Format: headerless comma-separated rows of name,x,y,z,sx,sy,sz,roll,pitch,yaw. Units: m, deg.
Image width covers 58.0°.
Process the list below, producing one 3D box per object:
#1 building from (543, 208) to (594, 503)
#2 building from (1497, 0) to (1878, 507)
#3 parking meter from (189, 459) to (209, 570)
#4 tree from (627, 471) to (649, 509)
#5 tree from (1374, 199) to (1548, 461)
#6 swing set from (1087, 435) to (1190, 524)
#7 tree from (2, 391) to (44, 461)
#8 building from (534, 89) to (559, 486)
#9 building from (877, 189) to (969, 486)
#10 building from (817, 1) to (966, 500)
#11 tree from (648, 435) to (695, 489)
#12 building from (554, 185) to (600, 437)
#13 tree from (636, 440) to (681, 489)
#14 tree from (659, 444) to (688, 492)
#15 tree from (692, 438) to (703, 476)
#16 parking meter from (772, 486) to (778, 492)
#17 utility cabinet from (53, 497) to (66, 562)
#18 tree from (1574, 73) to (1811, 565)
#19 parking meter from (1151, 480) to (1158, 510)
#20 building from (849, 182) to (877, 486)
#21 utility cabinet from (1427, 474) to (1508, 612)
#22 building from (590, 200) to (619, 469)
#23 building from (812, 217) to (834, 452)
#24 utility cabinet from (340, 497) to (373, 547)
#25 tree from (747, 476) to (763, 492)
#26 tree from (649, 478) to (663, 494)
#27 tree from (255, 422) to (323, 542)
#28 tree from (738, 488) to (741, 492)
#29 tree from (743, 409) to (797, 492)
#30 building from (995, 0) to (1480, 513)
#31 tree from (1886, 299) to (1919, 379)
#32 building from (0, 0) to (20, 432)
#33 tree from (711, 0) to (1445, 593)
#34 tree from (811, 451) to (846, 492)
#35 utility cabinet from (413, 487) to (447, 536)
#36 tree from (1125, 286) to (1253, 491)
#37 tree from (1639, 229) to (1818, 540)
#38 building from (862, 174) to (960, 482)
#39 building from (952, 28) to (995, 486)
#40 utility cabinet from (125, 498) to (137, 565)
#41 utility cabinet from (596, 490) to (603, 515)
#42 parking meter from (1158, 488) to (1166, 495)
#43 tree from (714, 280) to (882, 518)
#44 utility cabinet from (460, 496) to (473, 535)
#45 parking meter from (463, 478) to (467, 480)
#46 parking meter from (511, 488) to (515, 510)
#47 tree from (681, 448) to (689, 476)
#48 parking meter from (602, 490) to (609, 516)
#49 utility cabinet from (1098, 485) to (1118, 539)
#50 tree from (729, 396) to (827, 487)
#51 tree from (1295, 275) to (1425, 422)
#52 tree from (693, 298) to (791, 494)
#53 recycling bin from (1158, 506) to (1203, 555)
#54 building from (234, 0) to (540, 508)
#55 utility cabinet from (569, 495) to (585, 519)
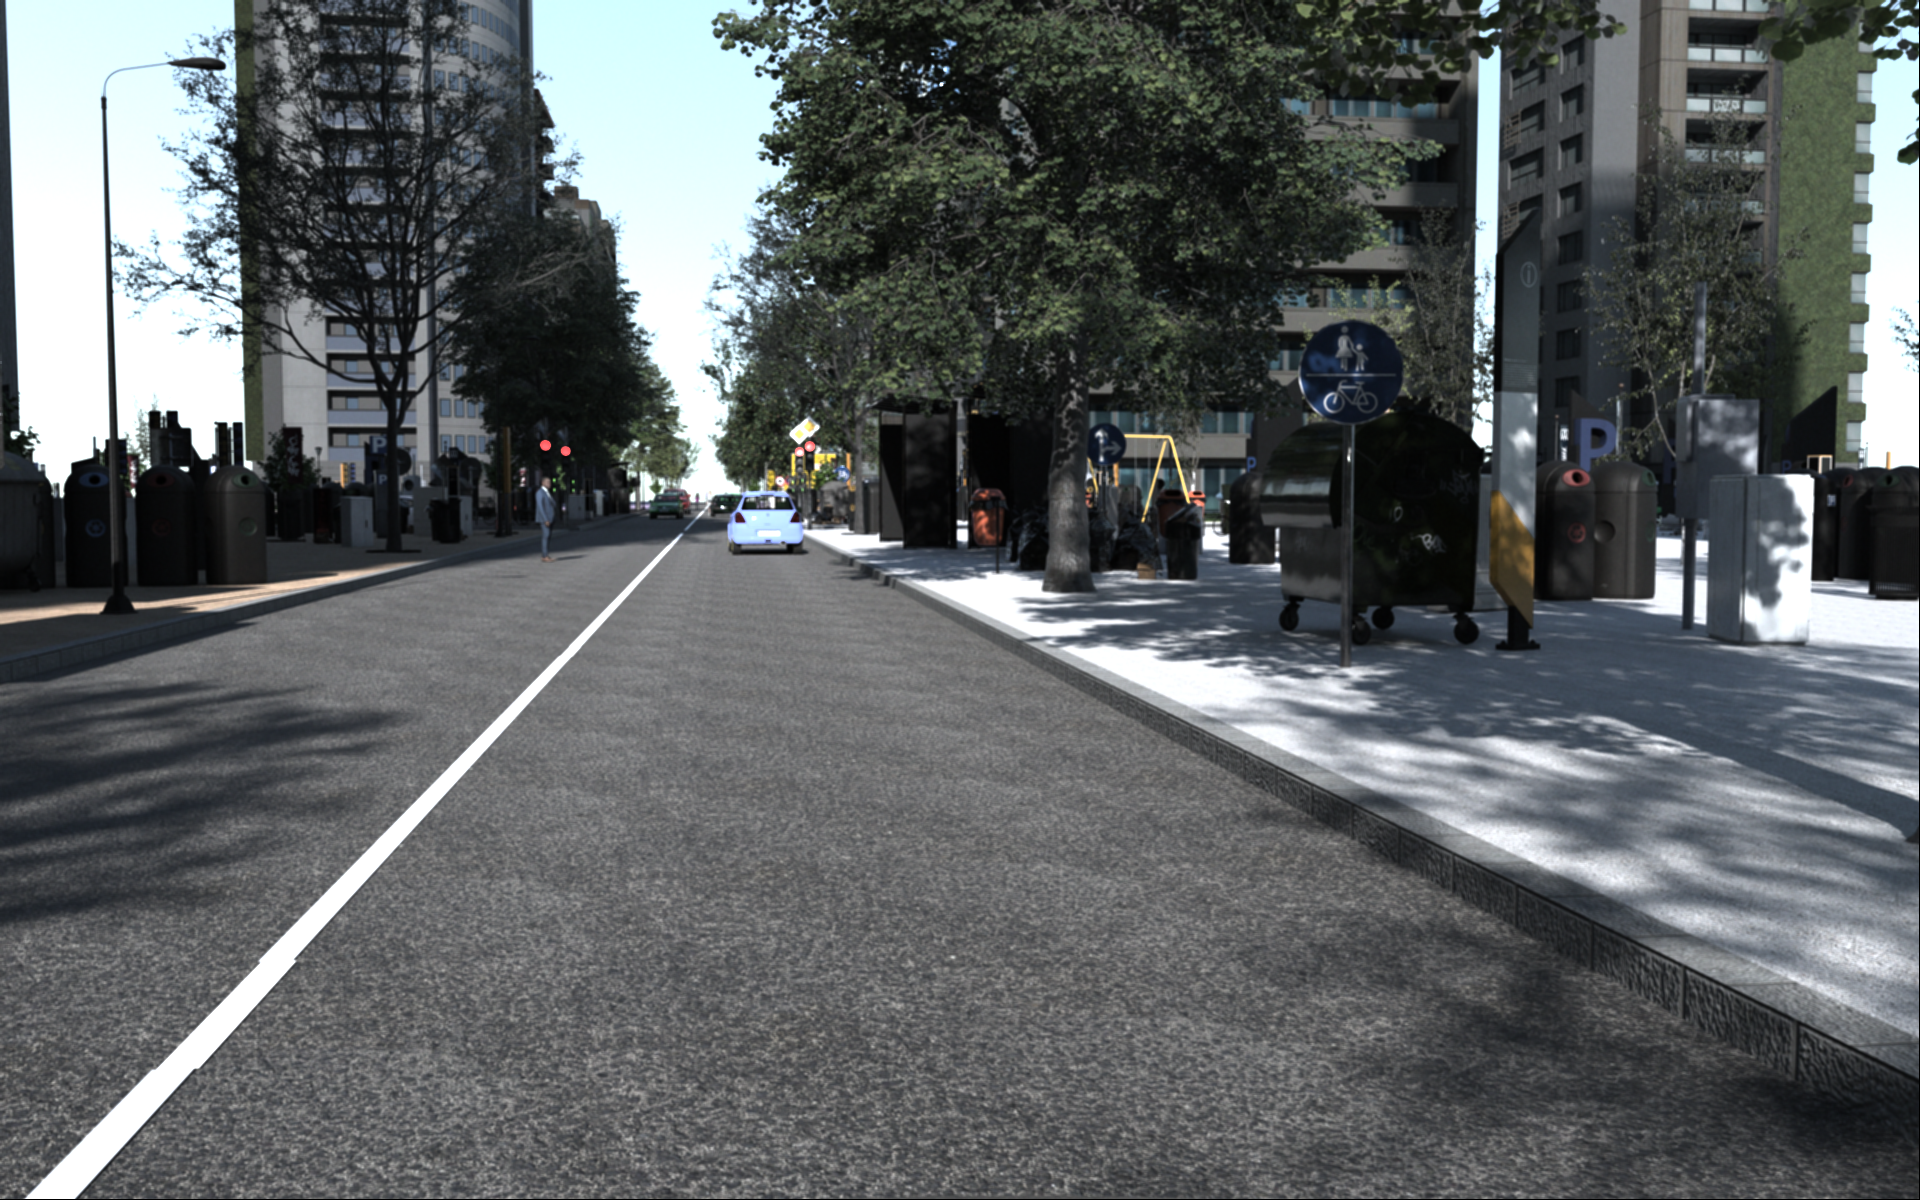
building,-58.520,-34.074,240.704,14.154,41.232,14.086,0,4,-8
building,38.738,-25.095,93.895,14.086,41.232,14.154,0,4,-8
parking meter,-12.858,-1.443,29.303,0.255,1.863,0.399,-3,4,-36
tree,-27.933,-9.361,147.649,1.663,3.219,1.824,0,3,0
tree,12.263,-5.679,43.214,4.360,8.622,3.978,0,3,0
swing set,4.487,-2.961,46.024,3.119,2.851,2.862,-2,4,-30
tree,-15.647,-2.027,27.746,1.663,3.219,1.824,0,3,0
building,-54.494,-32.296,182.667,22.147,44.769,28.867,0,4,-8
building,-1.177,-24.162,166.757,14.160,30.474,14.107,0,4,-8
building,-10.141,-57.836,258.289,22.319,86.520,31.000,0,4,-8
tree,-41.902,-19.309,250.116,7.601,10.594,8.767,-1,4,-9
building,-60.736,-36.967,254.524,14.600,45.320,14.200,0,4,-8
tree,-35.900,-15.500,203.786,4.737,8.622,4.395,0,3,0
tree,-43.120,-19.048,261.793,4.360,8.622,3.978,0,3,0
tree,-48.747,-22.928,300.620,9.928,11.665,9.643,0,3,0
parking meter,-12.830,-6.983,119.890,0.399,1.863,0.255,-1,4,-13
utility cabinet,-17.404,-1.347,33.188,1.020,1.237,0.306,2,4,27
tree,13.169,-4.948,31.267,4.360,8.622,3.978,0,3,0
parking meter,8.093,-4.058,72.067,0.255,1.863,0.399,0,4,8
building,-6.283,-31.835,204.104,14.154,41.232,14.086,0,4,-8
utility cabinet,5.644,-0.628,18.953,1.173,1.500,0.318,-2,4,-34
building,-68.063,-40.531,286.375,21.300,48.544,21.600,0,4,-8
building,-13.455,-41.006,290.049,23.786,49.044,30.456,0,4,-8
utility cabinet,-14.688,-1.899,42.209,0.306,1.237,1.020,1,4,11
tree,-22.184,-11.697,185.846,1.663,3.219,1.824,0,3,0
tree,-32.466,-11.678,185.543,1.663,3.219,1.824,0,3,0
tree,-18.194,-3.181,46.615,1.663,3.219,1.824,0,3,0
tree,-36.903,-21.355,299.518,4.360,8.622,3.978,0,3,0
tree,-13.114,-10.975,129.807,4.360,8.622,3.978,0,3,0
building,12.928,-28.621,91.658,21.600,48.544,21.300,0,4,-8
tree,25.443,-5.637,42.535,4.360,8.622,3.978,0,3,0
building,-30.382,-16.330,38.700,14.107,30.474,14.160,0,4,-8
tree,1.477,-7.089,22.554,9.857,13.997,8.962,0,3,0
tree,-5.894,-5.077,77.615,1.663,3.219,1.824,0,3,0
utility cabinet,-16.020,-2.681,52.515,1.173,1.500,0.318,2,4,26
tree,7.598,-6.589,58.099,4.360,8.622,3.978,0,3,0
tree,21.120,-5.983,48.188,4.737,8.622,4.395,0,3,0
building,5.502,-30.257,186.579,32.217,40.220,23.993,0,4,-8
building,11.119,-29.002,128.812,22.147,44.769,28.867,0,4,-8
utility cabinet,-15.362,-1.229,31.248,1.020,1.237,0.306,-3,5,-42
utility cabinet,-21.205,-5.758,102.826,0.318,1.500,1.173,-2,4,-34
parking meter,8.823,-4.132,75.972,0.372,1.533,0.369,0,3,0
tree,-8.464,-10.758,92.895,9.611,12.733,9.660,0,3,0
utility cabinet,-15.575,-2.614,53.897,0.306,1.237,1.020,1,4,18
parking meter,-17.490,-3.384,61.032,0.255,1.863,0.399,-1,4,-12
parking meter,-25.039,-5.553,96.503,0.255,1.863,0.399,3,4,36
tree,-36.492,-16.354,217.750,4.737,8.622,4.395,0,3,0
parking meter,-20.786,-5.702,101.637,0.372,1.533,0.369,0,3,0
utility cabinet,3.677,-2.093,42.892,0.318,1.500,1.173,1,4,16
tree,-14.600,-12.428,137.609,8.767,10.594,7.601,-2,4,-27
tree,13.369,-6.551,57.468,4.737,8.622,4.395,0,3,0
tree,-19.778,-19.147,168.938,12.611,20.169,13.585,0,3,0
recycling bin,4.692,-1.490,36.916,0.722,1.027,0.722,-2,4,-27
building,-49.961,-37.437,154.096,21.231,58.520,28.212,0,4,-8
utility cabinet,-19.567,-4.736,88.602,1.020,1.237,0.306,1,4,13
